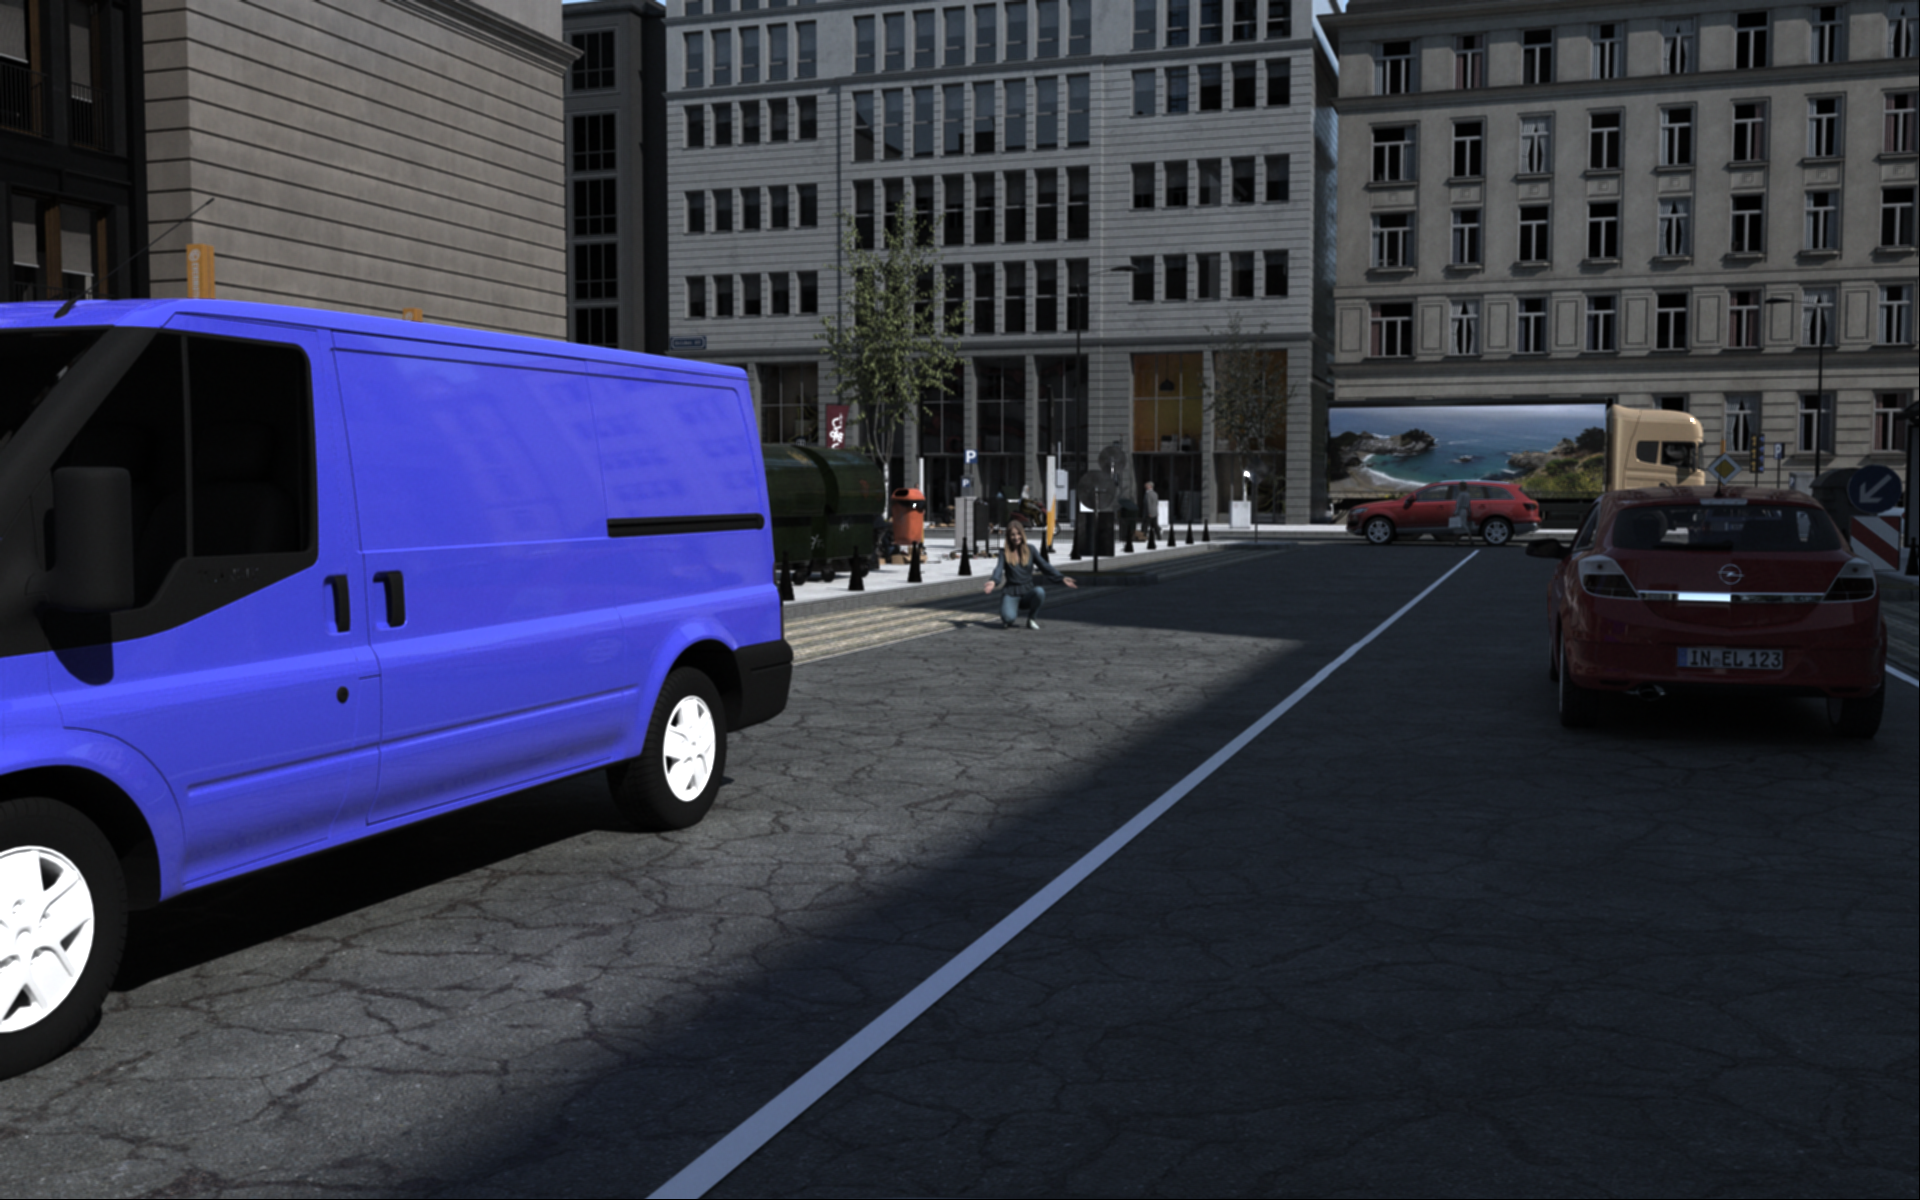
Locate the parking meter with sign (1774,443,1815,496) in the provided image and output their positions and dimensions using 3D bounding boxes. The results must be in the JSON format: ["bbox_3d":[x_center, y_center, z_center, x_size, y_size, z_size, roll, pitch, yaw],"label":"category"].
[{"bbox_3d":[28.790,-3.850,59.206,1.738,3.016,0.543,0,4,-2],"label":"parking meter with sign"}]

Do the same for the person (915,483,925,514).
[{"bbox_3d":[-1.466,-3.011,57.858,0.598,1.807,0.434,1,4,13],"label":"person"}]

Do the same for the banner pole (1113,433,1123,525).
[{"bbox_3d":[6.538,-4.989,71.581,0.401,3.779,0.863,-2,4,-27],"label":"banner pole"}]

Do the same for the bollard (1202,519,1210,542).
[{"bbox_3d":[6.616,-1.868,46.576,0.229,0.601,0.229,0,3,0],"label":"bollard"}]

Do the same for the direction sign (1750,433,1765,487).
[{"bbox_3d":[29.763,-4.448,64.727,0.876,3.537,0.379,-2,4,-35],"label":"direction sign"}]

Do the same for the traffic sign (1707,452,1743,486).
[{"bbox_3d":[18.414,-2.331,41.762,0.795,2.450,0.064,1,4,19],"label":"traffic sign"}]

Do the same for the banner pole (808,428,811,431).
[{"bbox_3d":[-5.927,-4.654,66.107,0.863,3.779,0.401,2,4,25],"label":"banner pole"}]

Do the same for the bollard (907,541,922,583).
[{"bbox_3d":[-0.659,-0.557,25.155,0.229,0.601,0.229,0,3,0],"label":"bollard"}]

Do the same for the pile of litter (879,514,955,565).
[{"bbox_3d":[-1.122,-1.102,31.985,1.719,0.858,1.176,-1,4,-16],"label":"pile of litter"}]

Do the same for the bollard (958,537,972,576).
[{"bbox_3d":[0.077,-0.688,27.298,0.229,0.601,0.229,0,3,0],"label":"bollard"}]

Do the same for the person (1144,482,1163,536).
[{"bbox_3d":[6.560,-3.122,59.395,0.795,1.843,0.661,-1,4,-15],"label":"person"}]

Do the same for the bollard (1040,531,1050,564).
[{"bbox_3d":[1.530,-0.951,31.594,0.229,0.601,0.229,0,3,0],"label":"bollard"}]

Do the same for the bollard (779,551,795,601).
[{"bbox_3d":[-2.103,-0.296,20.877,0.229,0.601,0.229,0,3,0],"label":"bollard"}]

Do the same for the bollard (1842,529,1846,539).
[{"bbox_3d":[17.221,-1.084,33.763,0.229,0.601,0.229,0,3,0],"label":"bollard"}]

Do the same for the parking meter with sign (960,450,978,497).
[{"bbox_3d":[0.266,-4.332,67.084,0.543,3.016,1.738,1,4,12],"label":"parking meter with sign"}]

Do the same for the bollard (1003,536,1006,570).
[{"bbox_3d":[0.804,-0.819,29.434,0.229,0.601,0.229,0,3,0],"label":"bollard"}]

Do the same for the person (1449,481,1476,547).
[{"bbox_3d":[13.578,-2.318,46.757,0.694,1.780,0.624,-2,4,-31],"label":"person"}]

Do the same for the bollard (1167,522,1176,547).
[{"bbox_3d":[5.168,-1.606,42.298,0.229,0.601,0.229,0,3,0],"label":"bollard"}]

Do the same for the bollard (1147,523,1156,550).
[{"bbox_3d":[4.439,-1.475,40.150,0.229,0.601,0.229,0,3,0],"label":"bollard"}]

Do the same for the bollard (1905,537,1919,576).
[{"bbox_3d":[15.043,-0.691,27.336,0.229,0.601,0.229,0,3,0],"label":"bollard"}]

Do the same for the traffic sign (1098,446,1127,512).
[{"bbox_3d":[3.983,-2.774,45.464,0.768,2.556,0.104,1,4,20],"label":"traffic sign"}]

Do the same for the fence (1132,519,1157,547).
[{"bbox_3d":[3.771,-1.644,42.259,2.069,0.683,0.278,0,4,-7],"label":"fence"}]

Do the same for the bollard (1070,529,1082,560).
[{"bbox_3d":[2.258,-1.082,33.731,0.229,0.601,0.229,0,3,0],"label":"bollard"}]

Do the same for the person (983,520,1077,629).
[{"bbox_3d":[0.734,-0.270,18.413,1.012,1.151,0.738,0,4,-3],"label":"person"}]

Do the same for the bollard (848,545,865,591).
[{"bbox_3d":[-1.381,-0.427,23.017,0.229,0.601,0.229,0,3,0],"label":"bollard"}]

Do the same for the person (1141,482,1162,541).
[{"bbox_3d":[5.270,-2.425,48.545,0.834,1.777,0.661,1,4,22],"label":"person"}]

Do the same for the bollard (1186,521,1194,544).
[{"bbox_3d":[5.893,-1.737,44.435,0.229,0.601,0.229,0,3,0],"label":"bollard"}]

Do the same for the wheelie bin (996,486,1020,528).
[{"bbox_3d":[1.796,-3.509,65.282,0.980,1.594,0.693,-2,4,-33],"label":"wheelie bin"}]

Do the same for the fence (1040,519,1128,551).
[{"bbox_3d":[2.836,-1.495,39.815,2.069,0.683,0.278,2,4,24],"label":"fence"}]

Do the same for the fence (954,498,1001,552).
[{"bbox_3d":[0.505,-1.708,39.126,0.480,1.192,2.264,1,4,22],"label":"fence"}]

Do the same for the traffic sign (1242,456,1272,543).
[{"bbox_3d":[7.771,-2.553,45.383,0.795,2.450,0.064,1,4,19],"label":"traffic sign"}]

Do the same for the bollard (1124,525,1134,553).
[{"bbox_3d":[3.710,-1.344,38.014,0.229,0.601,0.229,0,3,0],"label":"bollard"}]

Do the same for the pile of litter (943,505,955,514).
[{"bbox_3d":[-0.447,-3.157,65.589,1.719,0.858,1.176,2,4,29],"label":"pile of litter"}]

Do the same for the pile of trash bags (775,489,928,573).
[{"bbox_3d":[-1.882,-1.175,28.961,3.447,1.369,1.912,3,5,41],"label":"pile of trash bags"}]

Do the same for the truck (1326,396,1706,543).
[{"bbox_3d":[16.689,-3.821,51.392,11.283,4.237,2.839,1,4,17],"label":"truck"}]
